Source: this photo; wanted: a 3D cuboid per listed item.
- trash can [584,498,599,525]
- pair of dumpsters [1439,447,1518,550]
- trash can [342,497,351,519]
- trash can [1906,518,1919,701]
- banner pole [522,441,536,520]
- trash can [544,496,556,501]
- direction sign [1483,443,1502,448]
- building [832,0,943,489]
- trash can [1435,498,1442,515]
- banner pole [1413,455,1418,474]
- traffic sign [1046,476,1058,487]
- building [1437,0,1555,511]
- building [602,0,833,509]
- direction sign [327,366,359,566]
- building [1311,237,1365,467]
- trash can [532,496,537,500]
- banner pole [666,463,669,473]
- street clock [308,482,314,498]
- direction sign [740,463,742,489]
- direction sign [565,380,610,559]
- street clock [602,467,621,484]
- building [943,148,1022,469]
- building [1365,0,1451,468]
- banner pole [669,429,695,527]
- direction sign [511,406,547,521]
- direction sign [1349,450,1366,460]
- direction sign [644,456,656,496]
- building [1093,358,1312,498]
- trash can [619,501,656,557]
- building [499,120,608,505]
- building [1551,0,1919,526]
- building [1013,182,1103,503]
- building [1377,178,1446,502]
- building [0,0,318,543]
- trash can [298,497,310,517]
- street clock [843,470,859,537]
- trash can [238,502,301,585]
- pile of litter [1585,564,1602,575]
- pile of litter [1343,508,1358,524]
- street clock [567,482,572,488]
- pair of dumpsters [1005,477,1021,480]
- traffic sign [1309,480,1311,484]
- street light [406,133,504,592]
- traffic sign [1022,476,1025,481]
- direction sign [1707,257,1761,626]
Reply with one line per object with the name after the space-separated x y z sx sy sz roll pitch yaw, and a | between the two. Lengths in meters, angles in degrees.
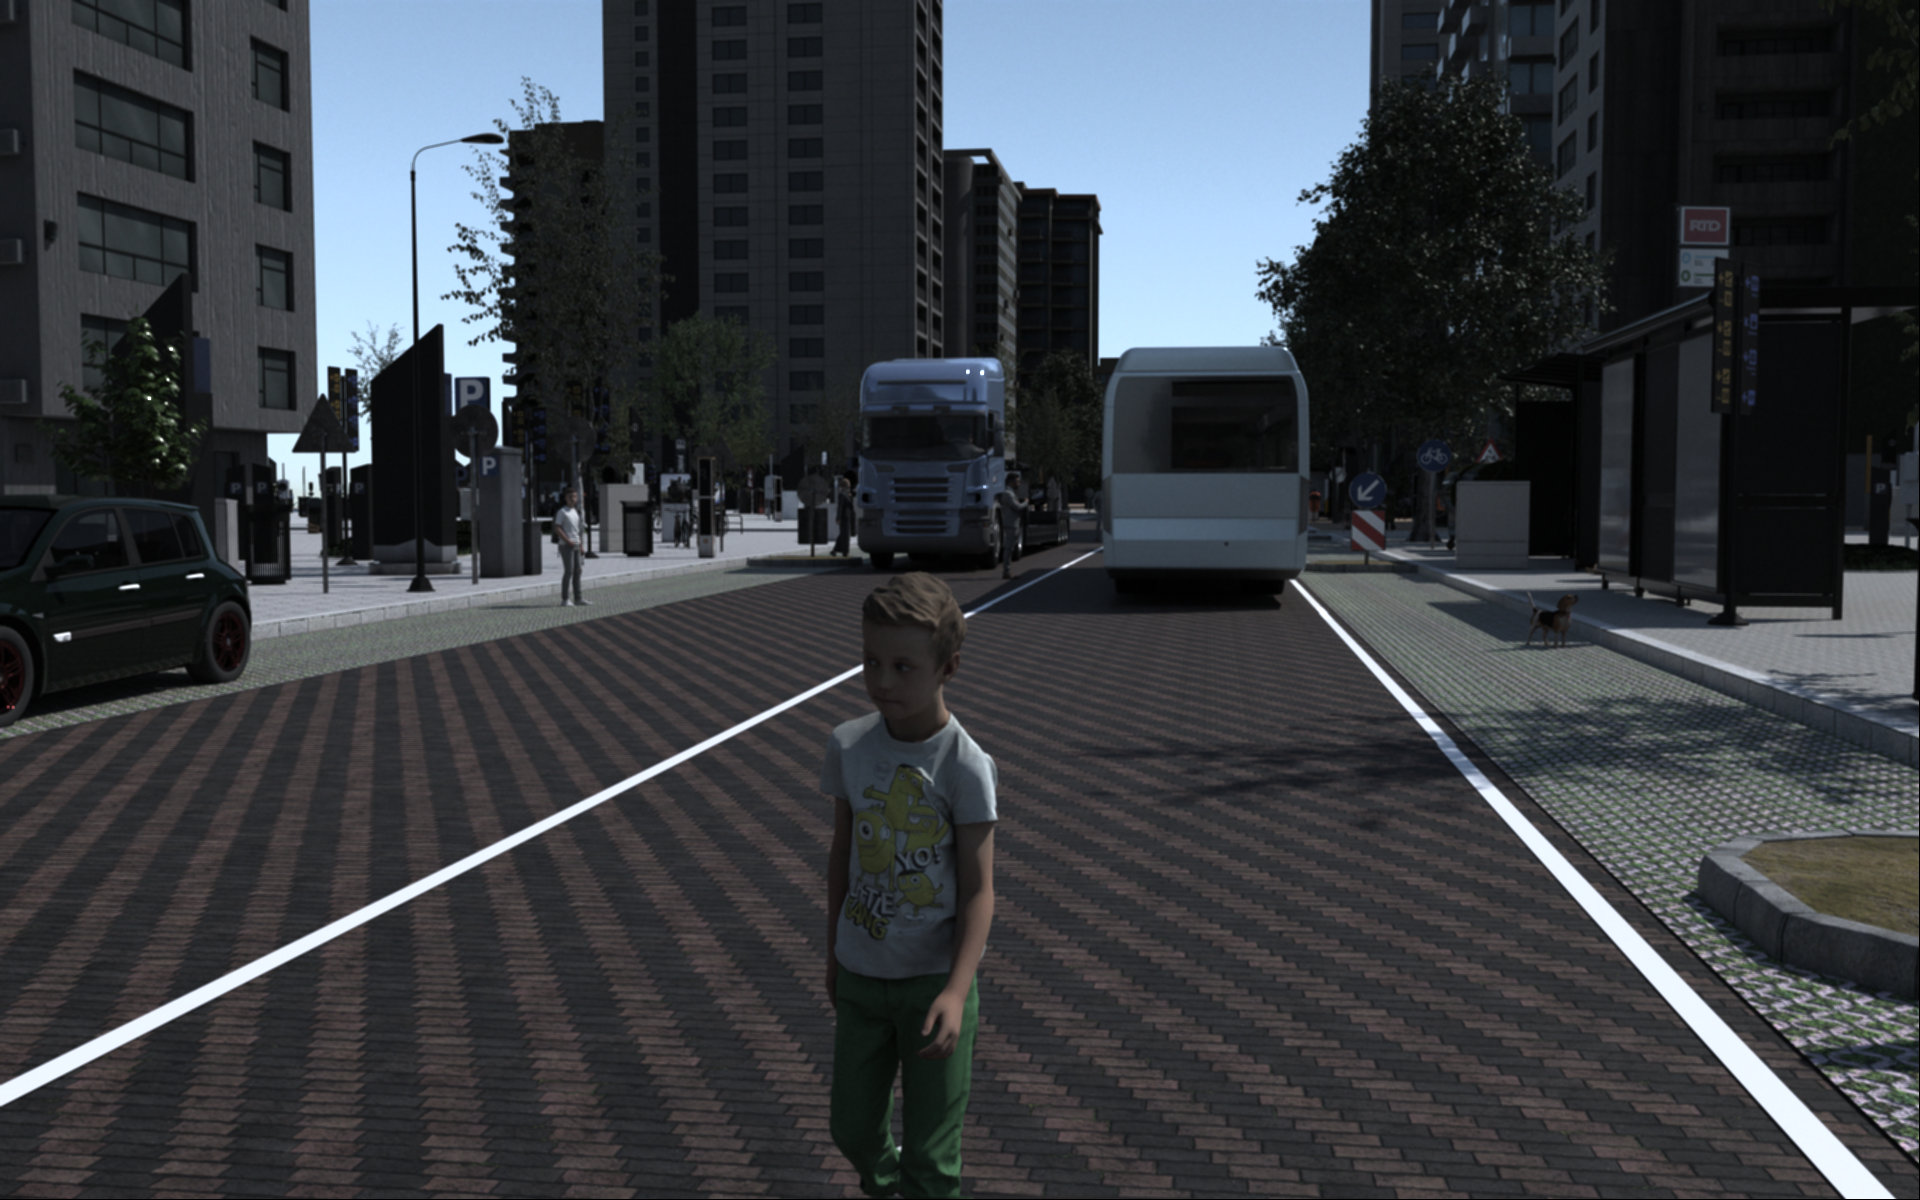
-15.300 -3.691 72.005 0.748 1.137 0.748 0 3 0 | trash can
11.566 -2.161 37.823 1.574 2.255 4.437 0 4 8 | pair of dumpsters
-30.941 -4.643 87.573 0.748 1.137 0.748 0 3 0 | trash can
5.964 0.090 10.179 0.748 1.137 0.748 0 3 0 | trash can
-17.825 -5.027 72.216 0.401 3.779 0.863 -3 4 -39 | banner pole
-26.555 -6.153 112.257 0.748 1.137 0.748 0 3 0 | trash can
23.703 -5.207 77.124 0.876 3.537 0.379 1 4 17 | direction sign
-10.096 -43.609 151.253 20.563 71.187 20.611 1 4 8 | building
28.826 -5.676 104.459 0.748 1.137 0.748 0 3 0 | trash can
29.553 -7.480 112.319 0.863 3.779 0.401 -2 4 -35 | banner pole
6.674 -7.680 125.577 0.884 2.594 0.081 1 4 18 | traffic sign
44.807 -30.478 117.920 23.786 49.044 30.456 1 4 8 | building
-27.342 -46.487 198.312 20.611 71.187 20.563 1 4 8 | building
-11.068 -2.395 31.158 0.379 3.537 0.876 1 4 14 | direction sign
60.862 -33.720 243.203 23.993 40.220 32.217 1 4 8 | building
-27.609 -6.116 111.643 0.748 1.137 0.748 0 3 0 | trash can
-23.113 -9.038 137.785 0.863 3.779 0.401 -2 4 -33 | banner pole
-40.104 -6.268 107.058 0.358 2.002 0.471 -1 4 -21 | street clock
-16.219 -8.341 128.379 0.379 3.537 0.876 -1 4 -18 | direction sign
-7.407 -2.601 34.526 0.876 3.537 0.379 0 4 0 | direction sign
-9.182 -2.514 45.666 0.471 2.002 0.358 2 4 30 | street clock
-6.049 -30.508 190.684 23.993 40.220 32.217 1 4 8 | building
53.944 -39.223 183.299 21.231 58.520 28.212 1 4 8 | building
-10.579 -4.683 66.578 0.863 3.779 0.401 -2 4 -33 | banner pole
-11.168 -3.238 44.933 0.876 3.537 0.379 -1 4 -23 | direction sign
20.398 -5.927 88.896 0.876 3.537 0.379 1 4 16 | direction sign
-18.552 -6.749 102.337 0.876 3.537 0.379 -1 4 -15 | direction sign
34.231 -24.442 244.662 28.899 21.520 27.650 1 4 8 | building
-6.601 -1.458 35.492 0.748 1.137 0.748 0 3 0 | trash can
-44.671 -33.929 204.855 14.200 45.320 14.600 1 4 8 | building
34.242 -18.585 75.560 14.107 30.474 14.160 1 4 8 | building
5.341 -36.168 245.974 28.867 44.769 22.147 1 4 8 | building
44.473 -23.134 149.946 14.160 30.474 14.107 1 4 8 | building
-24.339 -16.526 41.904 14.107 30.474 14.160 1 4 8 | building
-36.268 -5.146 95.793 0.748 1.137 0.748 0 3 0 | trash can
-3.251 -2.904 52.048 0.471 2.002 0.358 2 4 26 | street clock
-9.841 -0.793 24.615 0.748 1.137 0.748 0 3 0 | trash can
10.637 -0.827 27.488 1.176 0.858 1.719 0 4 1 | pile of litter
16.907 -3.664 73.868 1.176 0.858 1.719 1 4 9 | pile of litter
-24.178 -6.311 107.748 0.358 2.002 0.471 2 4 24 | street clock
2.468 -5.325 89.550 1.574 2.255 4.437 1 4 8 | pair of dumpsters
18.750 -5.788 94.645 0.884 2.594 0.081 1 4 10 | traffic sign
-6.560 -3.057 22.529 1.470 5.913 1.316 1 4 8 | street light
3.780 -6.630 108.411 0.884 2.594 0.081 1 4 17 | traffic sign
7.550 -1.524 16.915 0.876 3.537 0.379 -3 5 -40 | direction sign
